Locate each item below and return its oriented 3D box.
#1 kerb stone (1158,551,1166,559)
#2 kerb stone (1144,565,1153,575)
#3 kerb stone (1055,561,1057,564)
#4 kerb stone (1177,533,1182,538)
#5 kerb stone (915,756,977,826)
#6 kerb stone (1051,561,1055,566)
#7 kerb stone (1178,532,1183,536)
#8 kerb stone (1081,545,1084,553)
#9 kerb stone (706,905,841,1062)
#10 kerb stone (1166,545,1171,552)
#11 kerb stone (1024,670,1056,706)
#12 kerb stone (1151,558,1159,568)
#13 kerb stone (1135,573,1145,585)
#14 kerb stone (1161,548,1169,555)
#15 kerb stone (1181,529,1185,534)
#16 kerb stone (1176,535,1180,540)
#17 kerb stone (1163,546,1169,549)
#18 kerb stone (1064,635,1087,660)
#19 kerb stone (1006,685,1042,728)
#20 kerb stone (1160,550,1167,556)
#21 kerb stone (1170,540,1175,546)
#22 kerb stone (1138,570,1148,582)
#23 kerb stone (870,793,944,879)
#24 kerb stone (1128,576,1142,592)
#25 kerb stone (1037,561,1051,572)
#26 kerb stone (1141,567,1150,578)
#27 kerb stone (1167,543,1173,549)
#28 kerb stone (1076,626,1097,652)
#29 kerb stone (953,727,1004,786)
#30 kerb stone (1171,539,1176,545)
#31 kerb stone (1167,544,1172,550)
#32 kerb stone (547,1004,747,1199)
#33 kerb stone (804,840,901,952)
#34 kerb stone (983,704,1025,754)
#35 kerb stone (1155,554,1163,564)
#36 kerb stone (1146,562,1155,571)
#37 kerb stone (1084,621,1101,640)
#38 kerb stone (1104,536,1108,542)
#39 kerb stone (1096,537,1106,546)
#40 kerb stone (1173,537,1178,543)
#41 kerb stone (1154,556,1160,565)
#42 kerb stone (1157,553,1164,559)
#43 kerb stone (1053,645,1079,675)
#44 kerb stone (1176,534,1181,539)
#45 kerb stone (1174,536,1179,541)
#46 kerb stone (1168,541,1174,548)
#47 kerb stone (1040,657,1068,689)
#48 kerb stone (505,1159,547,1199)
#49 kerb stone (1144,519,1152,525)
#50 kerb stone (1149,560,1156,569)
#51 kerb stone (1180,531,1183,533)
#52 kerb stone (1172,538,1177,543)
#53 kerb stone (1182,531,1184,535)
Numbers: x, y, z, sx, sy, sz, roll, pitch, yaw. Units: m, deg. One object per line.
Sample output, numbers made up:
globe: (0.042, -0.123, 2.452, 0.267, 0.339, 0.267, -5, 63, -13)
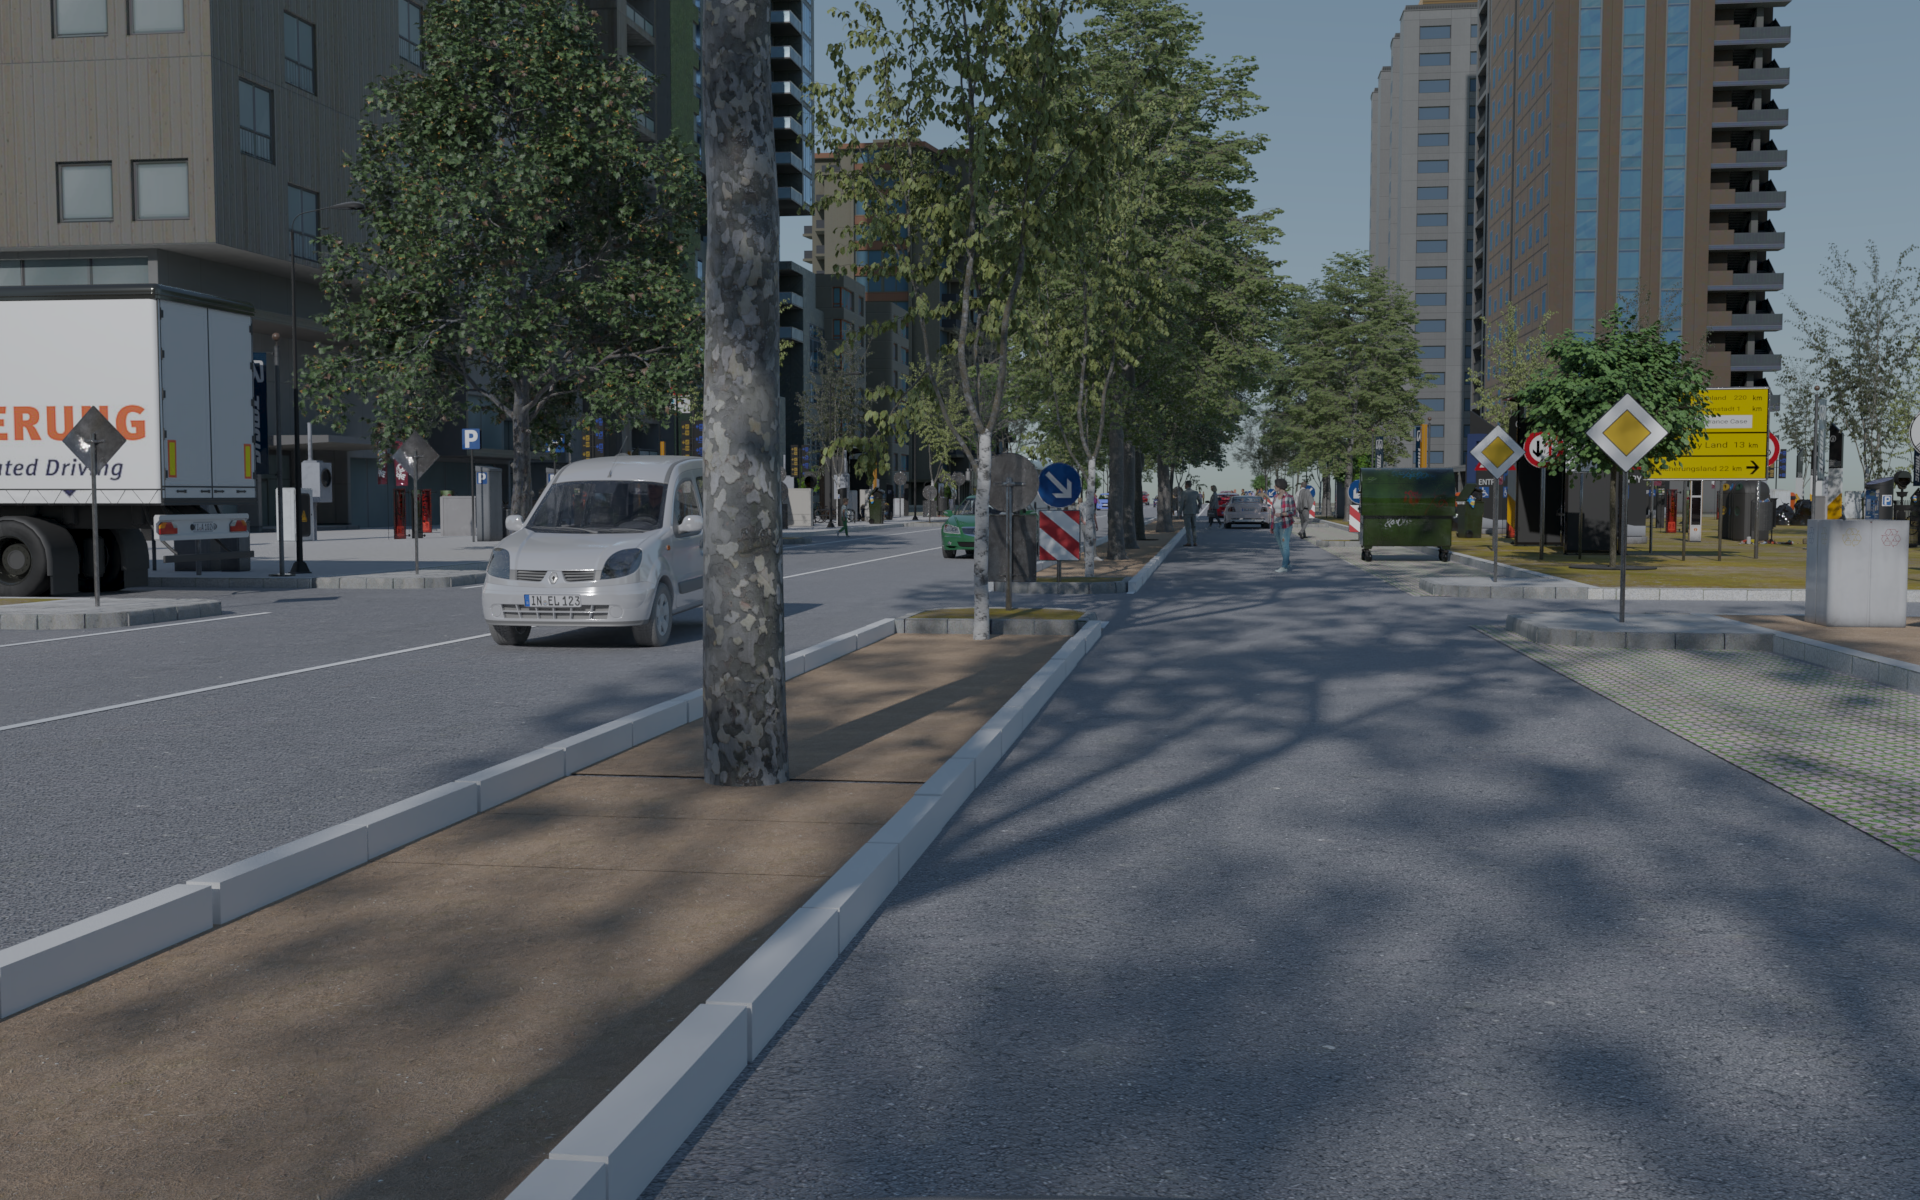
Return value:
kerb stone: (4.253, -0.892, 36.911, 0.120, 0.150, 1.000, 1, 4, 8)
kerb stone: (3.193, -0.465, 29.804, 0.120, 0.150, 1.000, 1, 4, 8)
kerb stone: (1.879, -0.796, 35.207, 0.120, 0.150, 1.000, 1, 4, 8)
kerb stone: (6.656, -1.889, 53.113, 0.120, 0.150, 1.000, 1, 4, 8)
kerb stone: (-0.064, 0.875, 7.912, 0.120, 0.150, 1.000, 1, 4, 8)
kerb stone: (1.719, -0.733, 34.198, 0.120, 0.150, 1.000, 1, 4, 8)
kerb stone: (6.812, -1.953, 54.123, 0.120, 0.150, 1.000, 1, 4, 8)
kerb stone: (3.235, -1.351, 44.333, 0.120, 0.150, 1.000, 1, 4, 8)
kerb stone: (-0.510, 1.060, 4.870, 0.120, 0.150, 1.000, 1, 4, 8)
kerb stone: (4.847, -1.145, 40.972, 0.120, 0.150, 1.000, 1, 4, 8)
kerb stone: (0.540, 0.625, 11.979, 0.120, 0.150, 1.000, 1, 4, 8)
kerb stone: (3.646, -0.646, 32.864, 0.120, 0.150, 1.000, 1, 4, 8)
kerb stone: (2.735, -0.280, 26.770, 0.120, 0.150, 1.000, 1, 4, 8)
kerb stone: (4.557, -1.021, 38.937, 0.120, 0.150, 1.000, 1, 4, 8)
kerb stone: (7.404, -2.199, 58.172, 0.120, 0.150, 1.000, 1, 4, 8)
kerb stone: (6.356, -1.767, 51.091, 0.120, 0.150, 1.000, 1, 4, 8)
kerb stone: (4.695, -1.087, 39.961, 0.120, 0.150, 1.000, 1, 4, 8)
kerb stone: (0.986, 0.439, 15.034, 0.120, 0.150, 1.000, 1, 4, 8)
kerb stone: (0.392, 0.687, 10.956, 0.120, 0.150, 1.000, 1, 4, 8)
kerb stone: (4.396, -0.957, 37.927, 0.120, 0.150, 1.000, 1, 4, 8)
kerb stone: (5.452, -1.396, 45.019, 0.120, 0.150, 1.000, 1, 4, 8)
kerb stone: (2.896, -0.339, 27.779, 0.120, 0.150, 1.000, 1, 4, 8)
kerb stone: (-0.210, 0.941, 6.901, 0.120, 0.150, 1.000, 1, 4, 8)
kerb stone: (2.586, -0.218, 25.759, 0.120, 0.150, 1.000, 1, 4, 8)
kerb stone: (1.580, -0.670, 33.181, 0.120, 0.150, 1.000, 1, 4, 8)
kerb stone: (3.038, -0.403, 28.794, 0.120, 0.150, 1.000, 1, 4, 8)
kerb stone: (5.157, -1.269, 42.997, 0.120, 0.150, 1.000, 1, 4, 8)
kerb stone: (1.147, 0.379, 16.052, 0.120, 0.150, 1.000, 1, 4, 8)
kerb stone: (0.090, 0.812, 8.923, 0.120, 0.150, 1.000, 1, 4, 8)
kerb stone: (5.606, -1.458, 46.031, 0.120, 0.150, 1.000, 1, 4, 8)
kerb stone: (4.996, -1.205, 41.983, 0.120, 0.150, 1.000, 1, 4, 8)
kerb stone: (-0.667, 1.122, 3.859, 0.120, 0.150, 1.000, 1, 4, 8)
kerb stone: (-0.360, 1.001, 5.889, 0.120, 0.150, 1.000, 1, 4, 8)
kerb stone: (0.242, 0.750, 9.940, 0.120, 0.150, 1.000, 1, 4, 8)
kerb stone: (3.954, -0.775, 34.889, 0.120, 0.150, 1.000, 1, 4, 8)
kerb stone: (3.339, -0.528, 30.823, 0.120, 0.150, 1.000, 1, 4, 8)
kerb stone: (1.298, 0.314, 17.069, 0.120, 0.150, 1.000, 1, 4, 8)
kerb stone: (4.127, -1.722, 50.401, 0.120, 0.150, 1.000, 1, 4, 8)
kerb stone: (3.988, -1.663, 49.387, 0.120, 0.150, 1.000, 1, 4, 8)
kerb stone: (5.901, -1.581, 48.055, 0.120, 0.150, 1.000, 1, 4, 8)
kerb stone: (3.792, -0.714, 33.875, 0.120, 0.150, 1.000, 1, 4, 8)
kerb stone: (4.103, -0.838, 35.900, 0.120, 0.150, 1.000, 1, 4, 8)
kerb stone: (0.843, 0.501, 14.012, 0.120, 0.150, 1.000, 1, 4, 8)
kerb stone: (6.503, -1.829, 52.102, 0.120, 0.150, 1.000, 1, 4, 8)
kerb stone: (6.056, -1.644, 49.069, 0.120, 0.150, 1.000, 1, 4, 8)
kerb stone: (5.310, -1.334, 44.007, 0.120, 0.150, 1.000, 1, 4, 8)
kerb stone: (0.689, 0.569, 12.991, 0.120, 0.150, 1.000, 1, 4, 8)
kerb stone: (-0.813, 1.184, 2.843, 0.120, 0.150, 1.000, 1, 4, 8)
kerb stone: (9.099, -3.770, 83.837, 0.120, 0.150, 1.000, 1, 4, 8)
kerb stone: (3.485, -0.588, 31.842, 0.120, 0.150, 1.000, 1, 4, 8)
kerb stone: (6.954, -2.015, 55.135, 0.120, 0.150, 1.000, 1, 4, 8)
kerb stone: (5.756, -1.520, 47.041, 0.120, 0.150, 1.000, 1, 4, 8)
kerb stone: (7.102, -2.072, 56.148, 0.120, 0.150, 1.000, 1, 4, 8)
